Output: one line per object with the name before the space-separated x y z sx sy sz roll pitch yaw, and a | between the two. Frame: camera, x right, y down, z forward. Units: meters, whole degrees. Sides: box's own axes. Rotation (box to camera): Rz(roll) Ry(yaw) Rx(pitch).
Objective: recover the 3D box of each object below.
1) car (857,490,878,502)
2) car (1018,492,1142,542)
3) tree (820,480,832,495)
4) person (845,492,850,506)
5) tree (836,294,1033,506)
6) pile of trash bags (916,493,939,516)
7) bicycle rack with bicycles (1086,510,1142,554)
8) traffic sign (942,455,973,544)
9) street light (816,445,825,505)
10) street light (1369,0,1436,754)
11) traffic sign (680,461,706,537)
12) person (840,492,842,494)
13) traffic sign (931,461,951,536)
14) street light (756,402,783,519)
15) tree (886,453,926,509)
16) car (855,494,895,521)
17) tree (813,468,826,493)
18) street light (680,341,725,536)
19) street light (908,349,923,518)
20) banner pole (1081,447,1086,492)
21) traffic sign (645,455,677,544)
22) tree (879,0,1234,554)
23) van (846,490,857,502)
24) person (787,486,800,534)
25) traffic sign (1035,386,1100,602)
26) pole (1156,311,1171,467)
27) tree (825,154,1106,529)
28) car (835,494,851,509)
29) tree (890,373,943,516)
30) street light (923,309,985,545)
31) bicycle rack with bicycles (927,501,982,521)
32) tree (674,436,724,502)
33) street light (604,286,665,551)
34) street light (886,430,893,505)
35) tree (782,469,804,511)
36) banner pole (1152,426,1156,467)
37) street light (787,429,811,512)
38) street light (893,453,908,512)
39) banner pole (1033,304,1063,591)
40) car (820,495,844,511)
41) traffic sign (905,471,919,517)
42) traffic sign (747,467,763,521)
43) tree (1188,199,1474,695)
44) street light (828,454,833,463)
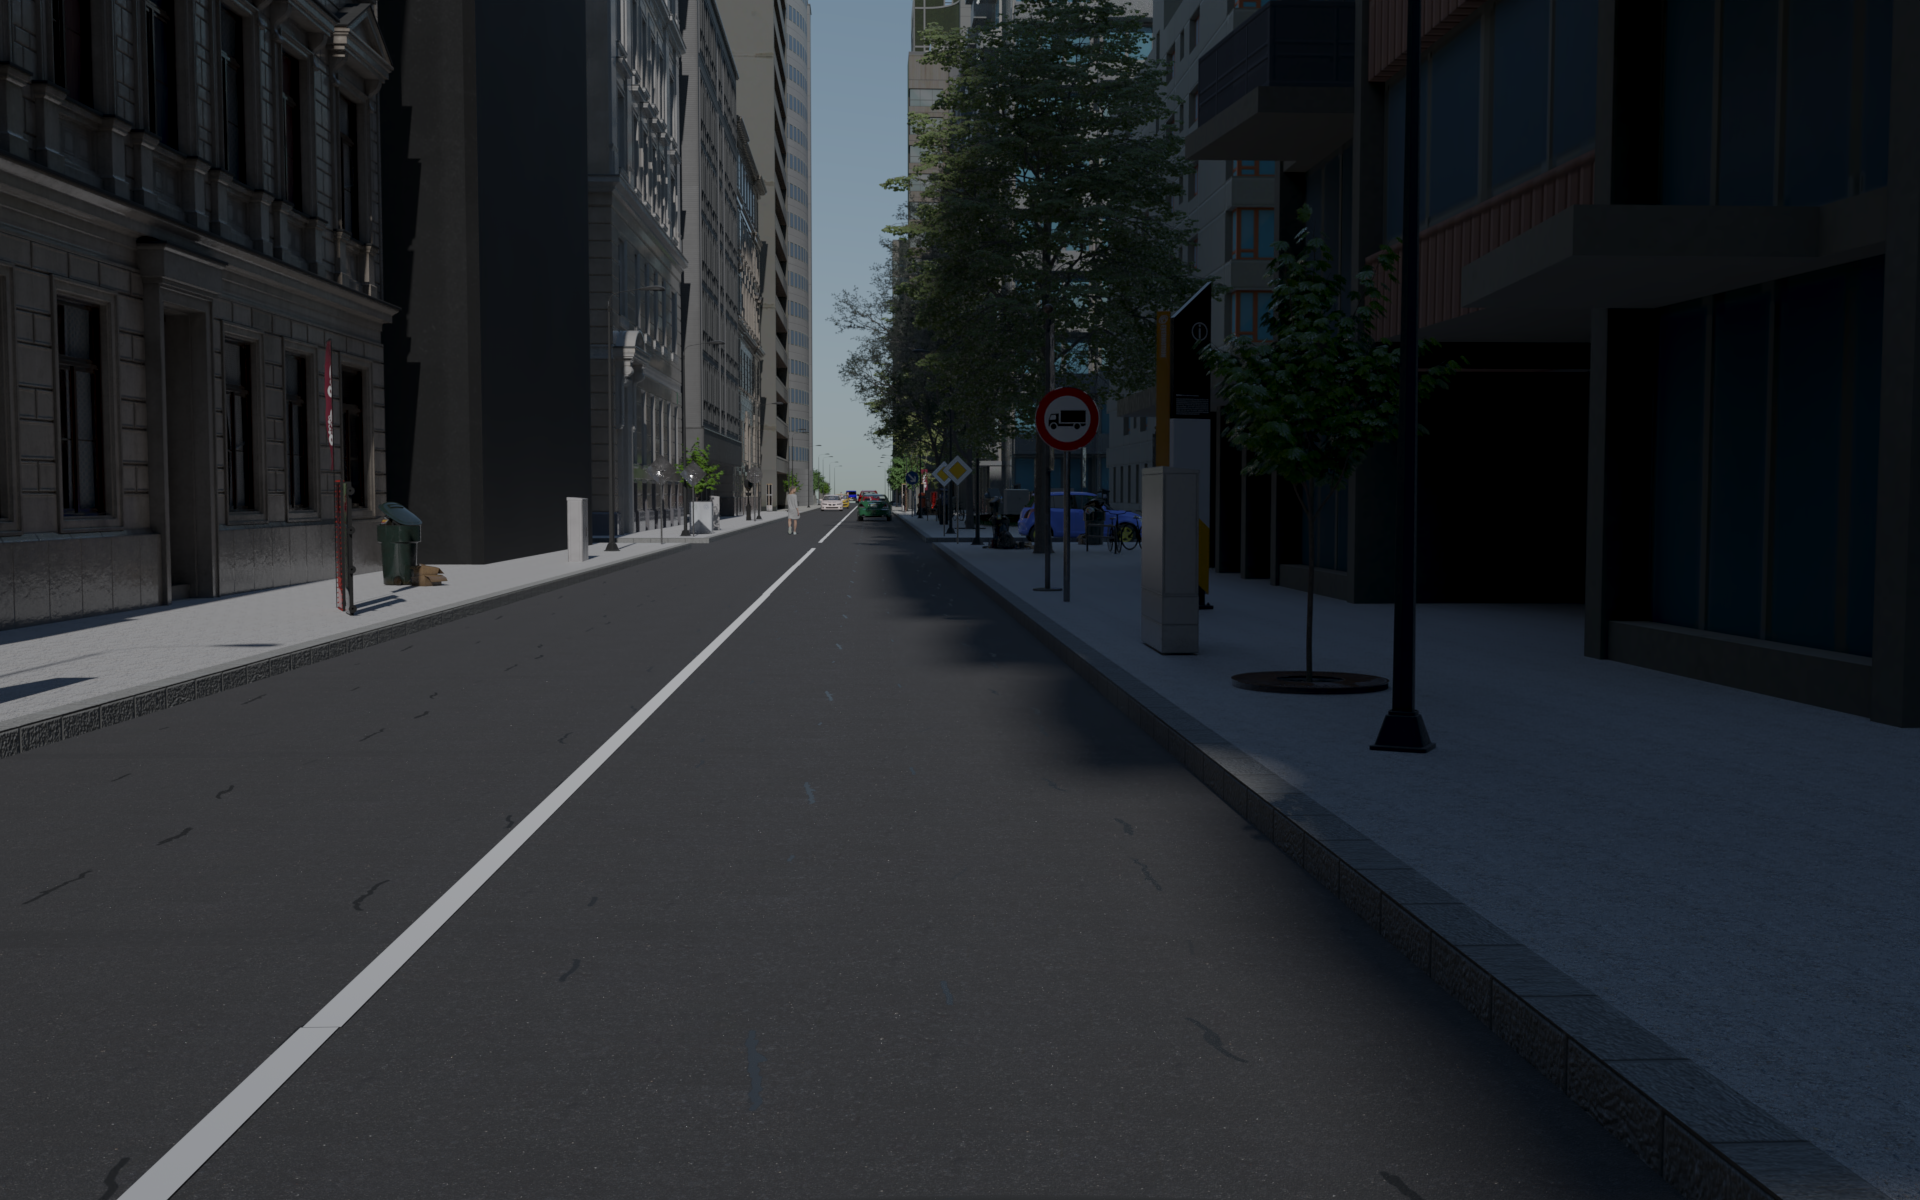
car | -8.382 -9.236 159.685 2.281 1.827 5.304 0 4 -1
car | 3.506 -2.434 49.390 3.694 1.707 1.945 0 4 -3
tree | -18.033 -14.597 233.263 1.663 3.219 1.824 0 3 0
person | -13.858 -12.468 213.148 0.445 1.727 0.742 1 4 18
tree | -0.857 -8.609 75.161 8.767 10.594 7.601 -1 4 -19
pile of trash bags | -1.841 -5.819 104.899 1.912 1.369 3.447 1 4 17
bicycle rack with bicycles | 4.025 -1.528 38.370 2.852 0.926 2.925 -1 4 -15
traffic sign | -0.063 -2.495 44.439 0.795 2.450 0.064 0 4 -3
street light | -13.750 -11.675 163.433 1.470 5.913 1.316 0 4 -3
street light | 1.693 -2.201 8.535 1.470 5.913 1.316 0 4 -3
traffic sign | -8.013 -2.960 52.042 0.795 2.450 0.064 0 4 -3
person | -16.047 -13.749 234.230 0.436 1.711 0.756 2 4 23
traffic sign | -0.478 -2.983 52.413 0.795 2.450 0.064 0 4 -3
street light | -9.643 -7.036 87.574 1.470 5.913 1.316 0 4 -3
tree | -3.951 -8.954 130.119 4.285 4.588 4.351 0 3 0
car | -4.577 -4.973 93.112 2.131 1.459 4.920 0 4 -1
tree | -17.412 -13.464 203.855 4.285 4.588 4.351 0 3 0
street light | -7.800 -4.890 52.493 1.470 5.913 1.316 0 4 -3
street light | -0.840 -5.086 55.699 1.470 5.913 1.316 0 4 -3
banner pole | 5.804 -5.598 81.549 0.401 3.779 0.863 1 4 22
traffic sign | -7.598 -2.473 44.068 0.795 2.450 0.064 0 4 -3
tree | 2.000 -7.259 36.805 7.486 12.596 7.792 0 3 0
van | -17.662 -16.922 281.065 2.240 2.365 5.245 0 4 -4
person | -5.927 -3.194 61.480 0.466 1.731 0.760 0 4 0
traffic sign | 1.274 -1.253 20.591 0.768 2.556 0.104 0 4 5
pole | 2.279 -1.565 19.428 0.158 3.312 0.155 0 3 0
tree | 0.231 -9.343 63.121 12.009 13.543 11.850 0 3 0
car | -11.702 -9.751 169.653 2.015 1.641 3.980 0 4 -3
tree | -2.605 -9.255 101.674 4.737 8.622 4.395 0 3 0
street light | -0.097 -4.338 43.473 1.470 5.913 1.316 0 4 -3
bicycle rack with bicycles | -0.387 -4.224 82.439 2.852 0.926 2.925 -1 4 -13
tree | -8.682 -3.878 58.001 1.663 3.219 1.824 0 3 0
street light | -7.271 -4.048 38.734 1.470 5.913 1.316 0 4 -3
street light | -4.442 -9.416 126.493 1.470 5.913 1.316 0 4 -3
tree | -12.679 -8.391 131.789 1.663 3.219 1.824 0 3 0
banner pole | 7.115 -4.488 63.396 0.401 3.779 0.863 1 4 18
street light | -11.890 -9.544 128.587 1.470 5.913 1.316 0 4 -3
street light | -2.628 -7.248 91.047 1.470 5.913 1.316 0 4 -3
banner pole | 1.181 -1.997 22.675 0.401 3.779 0.863 0 4 -4
car | -10.834 -8.193 146.320 2.083 1.381 4.827 0 4 -5
traffic sign | -2.651 -5.869 96.062 0.768 2.556 0.104 0 4 7
traffic sign | -9.646 -4.968 81.330 0.768 2.556 0.104 0 4 4
tree | 2.261 -1.039 11.591 1.663 3.219 1.824 0 3 0
street light | -15.622 -13.811 198.342 1.470 5.913 1.316 0 4 -3
